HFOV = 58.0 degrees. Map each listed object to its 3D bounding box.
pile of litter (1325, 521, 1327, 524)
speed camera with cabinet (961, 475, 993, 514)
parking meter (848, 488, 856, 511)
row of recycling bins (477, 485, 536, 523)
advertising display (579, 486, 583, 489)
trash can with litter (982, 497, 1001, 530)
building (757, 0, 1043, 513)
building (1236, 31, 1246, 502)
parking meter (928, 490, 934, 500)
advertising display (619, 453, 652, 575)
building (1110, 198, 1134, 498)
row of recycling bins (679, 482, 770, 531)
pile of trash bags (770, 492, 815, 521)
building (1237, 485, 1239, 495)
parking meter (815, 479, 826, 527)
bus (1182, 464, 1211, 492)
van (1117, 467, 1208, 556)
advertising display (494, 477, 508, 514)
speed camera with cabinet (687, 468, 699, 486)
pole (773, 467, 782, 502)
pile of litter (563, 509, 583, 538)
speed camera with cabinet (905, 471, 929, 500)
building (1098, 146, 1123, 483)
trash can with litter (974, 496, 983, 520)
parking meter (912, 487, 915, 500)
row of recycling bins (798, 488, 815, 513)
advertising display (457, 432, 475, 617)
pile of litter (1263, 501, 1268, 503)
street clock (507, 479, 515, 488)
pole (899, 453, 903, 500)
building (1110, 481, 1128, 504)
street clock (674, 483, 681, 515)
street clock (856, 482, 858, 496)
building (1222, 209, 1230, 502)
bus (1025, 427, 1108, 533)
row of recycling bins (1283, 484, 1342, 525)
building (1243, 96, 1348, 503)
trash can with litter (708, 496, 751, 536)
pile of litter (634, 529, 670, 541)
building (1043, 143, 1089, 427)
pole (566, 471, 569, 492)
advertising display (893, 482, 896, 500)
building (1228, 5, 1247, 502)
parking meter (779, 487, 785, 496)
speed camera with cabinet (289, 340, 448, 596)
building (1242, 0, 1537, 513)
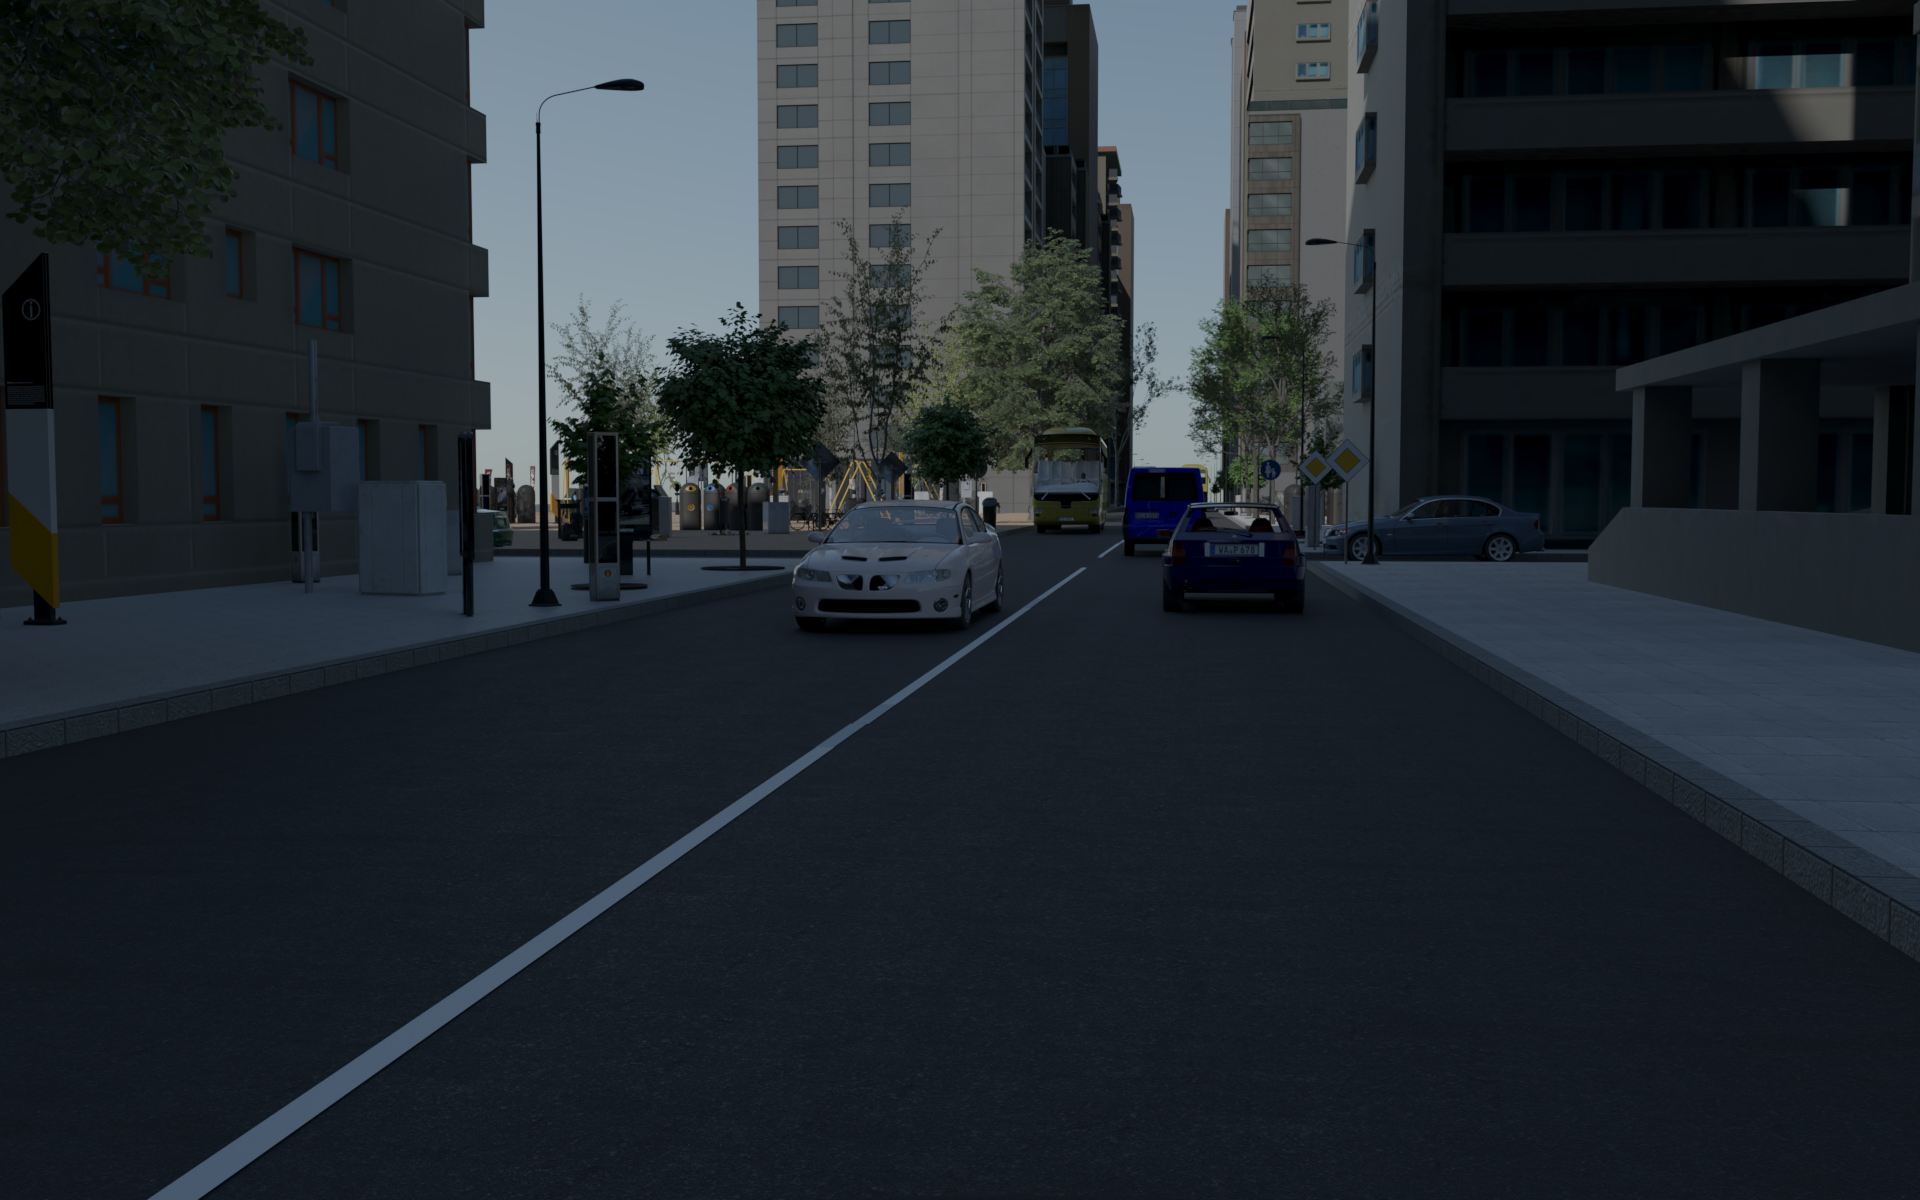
[{"bbox_3d":[16.342,-3.718,74.750,1.719,0.858,1.176,-1,4,-14],"label":"pile of litter"},{"bbox_3d":[1.101,-7.218,112.356,2.038,3.252,0.660,0,4,-2],"label":"speed camera with cabinet"},{"bbox_3d":[-4.882,-4.280,78.381,0.372,1.533,0.369,0,3,0],"label":"parking meter"},{"bbox_3d":[-20.329,-4.225,76.189,3.534,1.692,1.069,1,4,13],"label":"row of recycling bins"},{"bbox_3d":[-18.552,-4.952,86.185,0.974,1.923,0.123,2,4,29],"label":"advertising display"},{"bbox_3d":[1.049,-3.043,61.138,0.624,1.170,1.055,1,4,11],"label":"trash can with litter"},{"bbox_3d":[-2.305,-42.065,126.013,20.563,71.187,20.611,0,4,8],"label":"building"},{"bbox_3d":[33.627,-31.474,164.704,14.600,45.320,14.200,0,4,8],"label":"building"},{"bbox_3d":[-1.941,-6.553,115.559,0.372,1.533,0.369,0,3,0],"label":"parking meter"},{"bbox_3d":[-5.349,-1.351,27.297,0.974,1.923,0.123,-1,4,-15],"label":"advertising display"},{"bbox_3d":[18.890,-37.308,260.088,14.600,45.320,14.200,0,4,8],"label":"building"},{"bbox_3d":[-8.335,-3.317,61.344,3.534,1.692,1.069,1,4,20],"label":"row of recycling bins"},{"bbox_3d":[-8.579,-4.558,84.281,1.912,1.369,3.447,-3,5,-41],"label":"pile of trash bags"},{"bbox_3d":[35.808,-30.287,178.780,14.154,41.232,14.086,0,4,8],"label":"building"},{"bbox_3d":[-5.368,-3.728,66.659,0.255,1.863,0.399,3,4,36],"label":"parking meter"},{"bbox_3d":[18.973,-9.165,141.395,2.896,3.916,12.252,1,4,8],"label":"bus"},{"bbox_3d":[4.889,-2.280,41.664,2.240,2.365,5.245,0,4,6],"label":"van"},{"bbox_3d":[-17.796,-3.787,67.127,0.123,1.923,0.974,1,4,9],"label":"advertising display"},{"bbox_3d":[-13.552,-5.712,87.721,0.660,3.252,2.038,-1,4,-10],"label":"speed camera with cabinet"},{"bbox_3d":[-6.131,-3.902,57.634,0.158,3.312,0.155,0,3,0],"label":"pole"},{"bbox_3d":[-10.885,-2.213,50.147,1.176,0.858,1.719,3,5,44],"label":"pile of litter"},{"bbox_3d":[-3.083,-7.472,116.506,2.038,3.252,0.660,-2,4,-27],"label":"speed camera with cabinet"},{"bbox_3d":[8.636,-34.242,214.472,22.147,44.769,28.867,0,4,8],"label":"building"},{"bbox_3d":[0.861,-4.590,86.105,1.678,1.210,2.233,-1,4,-21],"label":"trash can with litter"},{"bbox_3d":[-1.821,-3.303,62.423,0.372,1.533,0.369,0,3,0],"label":"parking meter"},{"bbox_3d":[-9.873,-6.601,115.043,1.069,1.692,3.534,-2,4,-24],"label":"row of recycling bins"},{"bbox_3d":[-5.262,-0.811,18.467,0.123,1.923,0.974,-1,4,-18],"label":"advertising display"},{"bbox_3d":[18.912,-5.679,106.814,1.719,0.858,1.176,1,4,10],"label":"pile of litter"},{"bbox_3d":[-21.401,-4.766,82.498,0.358,2.002,0.471,0,4,-2],"label":"street clock"},{"bbox_3d":[-2.864,-5.511,83.954,0.158,3.312,0.155,0,3,0],"label":"pole"},{"bbox_3d":[7.680,-33.639,241.885,32.217,40.220,23.993,0,4,8],"label":"building"},{"bbox_3d":[-17.374,-6.227,106.381,0.471,2.002,0.358,-3,5,-42],"label":"street clock"},{"bbox_3d":[-6.270,-6.087,104.095,0.358,2.002,0.471,-1,4,-9],"label":"street clock"},{"bbox_3d":[46.952,-37.477,262.858,14.600,45.320,14.200,0,4,8],"label":"building"},{"bbox_3d":[4.323,-4.596,66.692,2.896,3.916,12.252,0,4,6],"label":"bus"},{"bbox_3d":[15.090,-3.927,71.315,3.534,1.692,1.069,-1,4,-9],"label":"row of recycling bins"},{"bbox_3d":[28.384,-21.905,129.852,14.160,30.474,14.107,0,4,8],"label":"building"},{"bbox_3d":[-7.102,-2.641,54.237,1.678,1.210,2.233,1,4,20],"label":"trash can with litter"},{"bbox_3d":[-8.613,-2.078,47.936,1.176,0.858,1.719,0,4,5],"label":"pile of litter"},{"bbox_3d":[3.264,-22.770,143.996,14.160,30.474,14.107,0,4,8],"label":"building"},{"bbox_3d":[-22.570,-6.469,99.604,0.158,3.312,0.155,0,3,0],"label":"pole"},{"bbox_3d":[-3.043,-4.581,80.107,0.123,1.923,0.974,0,4,1],"label":"advertising display"},{"bbox_3d":[43.422,-40.903,210.769,21.231,58.520,28.212,0,4,8],"label":"building"},{"bbox_3d":[-6.874,-3.536,66.220,0.372,1.533,0.369,0,3,0],"label":"parking meter"},{"bbox_3d":[-7.589,-1.704,22.204,2.038,3.252,0.660,1,4,21],"label":"speed camera with cabinet"},{"bbox_3d":[35.140,-31.968,146.381,21.300,48.544,21.600,0,4,8],"label":"building"}]
